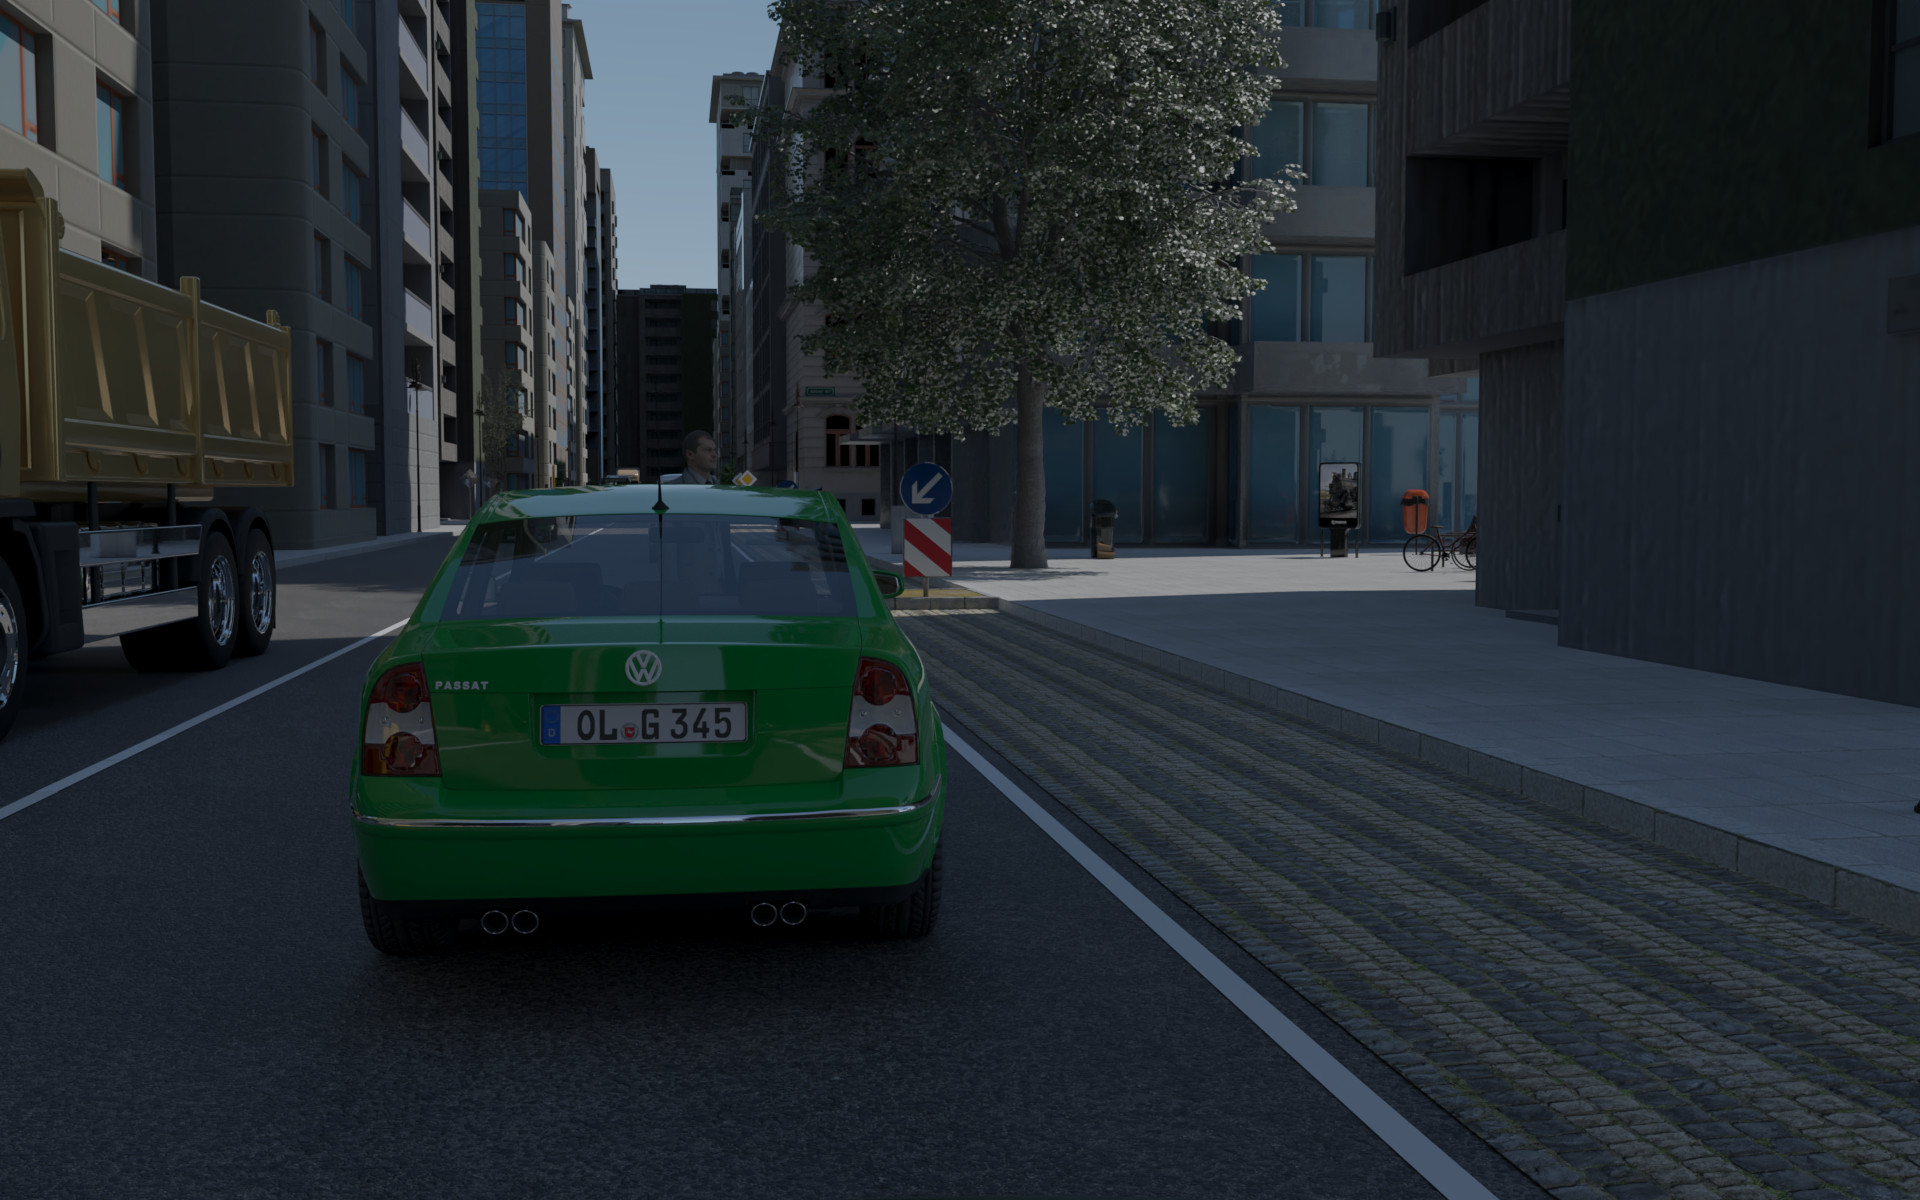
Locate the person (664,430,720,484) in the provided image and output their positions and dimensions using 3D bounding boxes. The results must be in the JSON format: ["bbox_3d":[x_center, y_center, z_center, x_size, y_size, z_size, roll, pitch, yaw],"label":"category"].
[{"bbox_3d":[-1.551,-0.109,10.376,0.767,1.812,0.694,2,4,29],"label":"person"}]

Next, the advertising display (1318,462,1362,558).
[{"bbox_3d":[7.684,-1.825,35.053,0.123,1.923,0.974,-3,5,-42],"label":"advertising display"}]

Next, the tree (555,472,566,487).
[{"bbox_3d":[-30.409,-8.219,128.984,1.663,3.219,1.824,0,3,0],"label":"tree"}]

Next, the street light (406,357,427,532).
[{"bbox_3d":[-18.288,-5.237,58.415,0.468,5.910,1.993,-1,4,-9],"label":"street light"}]

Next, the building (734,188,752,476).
[{"bbox_3d":[-12.373,-19.976,144.637,12.078,24.808,19.932,-1,4,-9],"label":"building"}]

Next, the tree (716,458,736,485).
[{"bbox_3d":[-20.364,-10.558,156.343,4.285,4.588,4.351,0,3,0],"label":"tree"}]

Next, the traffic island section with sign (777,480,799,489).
[{"bbox_3d":[-5.012,-2.457,48.805,1.989,1.847,2.006,-1,4,-9],"label":"traffic island section with sign"}]

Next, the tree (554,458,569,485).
[{"bbox_3d":[-31.618,-9.122,132.864,4.285,4.588,4.351,0,3,0],"label":"tree"}]

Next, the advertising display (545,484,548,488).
[{"bbox_3d":[-26.053,-6.358,109.171,0.123,1.923,0.974,-1,4,-18],"label":"advertising display"}]

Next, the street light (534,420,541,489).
[{"bbox_3d":[-26.508,-8.321,108.843,0.468,5.910,1.993,-1,4,-9],"label":"street light"}]

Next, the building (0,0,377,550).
[{"bbox_3d":[-27.627,-11.394,31.336,27.650,21.520,28.899,-1,4,-9],"label":"building"}]

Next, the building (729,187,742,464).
[{"bbox_3d":[-15.099,-24.139,166.380,14.160,30.474,14.107,-1,4,-9],"label":"building"}]

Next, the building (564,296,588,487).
[{"bbox_3d":[-50.114,-19.477,163.490,27.650,21.520,28.899,-1,4,-9],"label":"building"}]

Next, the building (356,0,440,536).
[{"bbox_3d":[-32.804,-31.509,57.178,28.212,58.520,21.231,-1,4,-9],"label":"building"}]

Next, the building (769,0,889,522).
[{"bbox_3d":[2.699,-18.328,87.057,23.554,28.519,14.401,-1,4,-9],"label":"building"}]

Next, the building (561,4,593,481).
[{"bbox_3d":[-55.167,-36.758,190.230,28.713,52.752,27.495,-1,4,-9],"label":"building"}]

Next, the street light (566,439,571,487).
[{"bbox_3d":[-31.816,-10.274,140.774,0.468,5.910,1.993,-1,4,-9],"label":"street light"}]

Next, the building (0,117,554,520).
[{"bbox_3d":[-41.008,-16.251,110.741,27.650,21.520,28.899,-1,4,-9],"label":"building"}]

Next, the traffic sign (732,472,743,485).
[{"bbox_3d":[-10.019,-4.612,79.052,0.795,2.450,0.064,-1,4,-9],"label":"traffic sign"}]

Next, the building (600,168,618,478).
[{"bbox_3d":[-59.105,-37.874,242.945,21.600,48.544,21.300,-1,4,-9],"label":"building"}]

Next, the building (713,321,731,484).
[{"bbox_3d":[-12.664,-21.045,189.131,27.650,21.520,28.899,-1,4,-9],"label":"building"}]

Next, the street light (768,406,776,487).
[{"bbox_3d":[-9.713,-7.152,89.726,0.468,5.910,1.993,-1,4,-9],"label":"street light"}]

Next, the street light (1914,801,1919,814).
[{"bbox_3d":[3.935,-2.079,6.780,0.468,5.910,1.993,-1,4,-9],"label":"street light"}]

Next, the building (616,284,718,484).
[{"bbox_3d":[-40.781,-28.770,242.088,14.107,30.474,14.160,-1,4,-9],"label":"building"}]

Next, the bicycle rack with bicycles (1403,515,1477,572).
[{"bbox_3d":[9.081,-0.959,29.062,2.925,0.926,2.852,1,4,22],"label":"bicycle rack with bicycles"}]

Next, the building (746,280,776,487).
[{"bbox_3d":[-9.994,-16.606,126.261,10.420,20.320,16.860,-1,4,-9],"label":"building"}]

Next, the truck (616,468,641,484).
[{"bbox_3d":[-35.960,-12.157,187.674,2.839,4.237,11.283,-1,4,-10],"label":"truck"}]

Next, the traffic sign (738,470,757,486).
[{"bbox_3d":[-8.724,-4.130,71.172,0.795,2.450,0.064,-1,4,-9],"label":"traffic sign"}]

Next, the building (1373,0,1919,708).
[{"bbox_3d":[11.632,-14.996,16.893,14.160,30.474,14.107,-1,4,-9],"label":"building"}]

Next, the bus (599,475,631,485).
[{"bbox_3d":[-32.842,-10.452,165.745,2.948,3.499,13.247,-1,4,-10],"label":"bus"}]

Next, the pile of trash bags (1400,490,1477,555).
[{"bbox_3d":[11.038,-1.636,36.496,3.447,1.369,1.912,0,4,8],"label":"pile of trash bags"}]

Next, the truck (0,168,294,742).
[{"bbox_3d":[-6.944,-0.959,11.602,3.469,3.379,9.791,0,4,-8],"label":"truck"}]

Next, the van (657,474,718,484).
[{"bbox_3d":[-5.903,-1.878,37.718,2.013,2.044,4.112,-1,4,-8],"label":"van"}]

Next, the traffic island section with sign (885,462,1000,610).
[{"bbox_3d":[-0.641,-0.830,22.205,1.989,1.847,2.006,-1,4,-9],"label":"traffic island section with sign"}]

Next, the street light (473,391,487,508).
[{"bbox_3d":[-21.431,-6.397,77.378,0.468,5.910,1.993,-1,4,-9],"label":"street light"}]

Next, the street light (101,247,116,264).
[{"bbox_3d":[-13.124,-3.314,26.965,0.468,5.910,1.993,-1,4,-9],"label":"street light"}]

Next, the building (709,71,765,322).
[{"bbox_3d":[-16.418,-38.355,216.337,28.713,52.752,27.495,-1,4,-9],"label":"building"}]

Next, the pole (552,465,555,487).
[{"bbox_3d":[-28.697,-7.861,122.373,0.158,3.312,0.155,0,3,0],"label":"pole"}]

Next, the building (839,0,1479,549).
[{"bbox_3d":[8.828,-26.527,53.322,23.786,49.044,30.456,-1,4,-9],"label":"building"}]

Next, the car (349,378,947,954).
[{"bbox_3d":[-1.132,0.119,6.850,1.959,1.807,4.718,0,4,-7],"label":"car"}]

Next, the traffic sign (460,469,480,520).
[{"bbox_3d":[-19.626,-4.022,69.407,0.795,2.450,0.064,-1,4,-9],"label":"traffic sign"}]

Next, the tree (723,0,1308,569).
[{"bbox_3d":[1.090,-7.527,29.729,9.857,13.997,8.962,0,3,0],"label":"tree"}]

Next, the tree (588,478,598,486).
[{"bbox_3d":[-44.556,-13.283,211.780,1.663,3.219,1.824,0,3,0],"label":"tree"}]

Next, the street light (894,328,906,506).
[{"bbox_3d":[-1.451,-4.064,39.227,0.468,5.910,1.993,-1,4,-9],"label":"street light"}]

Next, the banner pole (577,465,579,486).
[{"bbox_3d":[-32.533,-9.641,147.650,0.401,3.779,0.863,-1,4,-15],"label":"banner pole"}]

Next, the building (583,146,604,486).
[{"bbox_3d":[-52.579,-34.726,217.881,14.200,45.320,14.600,-1,4,-9],"label":"building"}]

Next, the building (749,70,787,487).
[{"bbox_3d":[-5.126,-19.085,105.554,14.314,27.812,24.014,-1,4,-9],"label":"building"}]

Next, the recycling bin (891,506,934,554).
[{"bbox_3d":[-1.019,-1.509,37.231,0.722,1.027,0.722,1,4,22],"label":"recycling bin"}]

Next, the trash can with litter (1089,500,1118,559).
[{"bbox_3d":[2.913,-1.409,34.422,0.624,1.170,1.055,0,4,-5],"label":"trash can with litter"}]

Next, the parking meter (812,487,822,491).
[{"bbox_3d":[-5.018,-3.202,60.758,0.372,1.533,0.369,0,3,0],"label":"parking meter"}]

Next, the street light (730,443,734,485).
[{"bbox_3d":[-20.122,-11.017,152.915,0.468,5.910,1.993,-1,4,-9],"label":"street light"}]

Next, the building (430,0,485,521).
[{"bbox_3d":[-30.777,-18.997,82.302,14.160,30.474,14.107,-1,4,-9],"label":"building"}]

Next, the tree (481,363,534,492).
[{"bbox_3d":[-25.810,-8.934,96.438,4.360,8.622,3.978,0,3,0],"label":"tree"}]

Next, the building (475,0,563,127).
[{"bbox_3d":[-39.494,-29.972,140.151,14.600,45.320,14.200,-1,4,-9],"label":"building"}]

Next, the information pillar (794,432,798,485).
[{"bbox_3d":[-6.175,-4.517,65.200,0.183,3.616,0.504,-1,4,-15],"label":"information pillar"}]

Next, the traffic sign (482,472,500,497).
[{"bbox_3d":[-20.921,-4.504,77.287,0.795,2.450,0.064,-1,4,-9],"label":"traffic sign"}]

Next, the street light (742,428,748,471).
[{"bbox_3d":[-14.986,-9.075,121.159,0.468,5.910,1.993,-1,4,-9],"label":"street light"}]

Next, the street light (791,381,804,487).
[{"bbox_3d":[-6.659,-6.013,71.106,0.468,5.910,1.993,-1,4,-9],"label":"street light"}]
